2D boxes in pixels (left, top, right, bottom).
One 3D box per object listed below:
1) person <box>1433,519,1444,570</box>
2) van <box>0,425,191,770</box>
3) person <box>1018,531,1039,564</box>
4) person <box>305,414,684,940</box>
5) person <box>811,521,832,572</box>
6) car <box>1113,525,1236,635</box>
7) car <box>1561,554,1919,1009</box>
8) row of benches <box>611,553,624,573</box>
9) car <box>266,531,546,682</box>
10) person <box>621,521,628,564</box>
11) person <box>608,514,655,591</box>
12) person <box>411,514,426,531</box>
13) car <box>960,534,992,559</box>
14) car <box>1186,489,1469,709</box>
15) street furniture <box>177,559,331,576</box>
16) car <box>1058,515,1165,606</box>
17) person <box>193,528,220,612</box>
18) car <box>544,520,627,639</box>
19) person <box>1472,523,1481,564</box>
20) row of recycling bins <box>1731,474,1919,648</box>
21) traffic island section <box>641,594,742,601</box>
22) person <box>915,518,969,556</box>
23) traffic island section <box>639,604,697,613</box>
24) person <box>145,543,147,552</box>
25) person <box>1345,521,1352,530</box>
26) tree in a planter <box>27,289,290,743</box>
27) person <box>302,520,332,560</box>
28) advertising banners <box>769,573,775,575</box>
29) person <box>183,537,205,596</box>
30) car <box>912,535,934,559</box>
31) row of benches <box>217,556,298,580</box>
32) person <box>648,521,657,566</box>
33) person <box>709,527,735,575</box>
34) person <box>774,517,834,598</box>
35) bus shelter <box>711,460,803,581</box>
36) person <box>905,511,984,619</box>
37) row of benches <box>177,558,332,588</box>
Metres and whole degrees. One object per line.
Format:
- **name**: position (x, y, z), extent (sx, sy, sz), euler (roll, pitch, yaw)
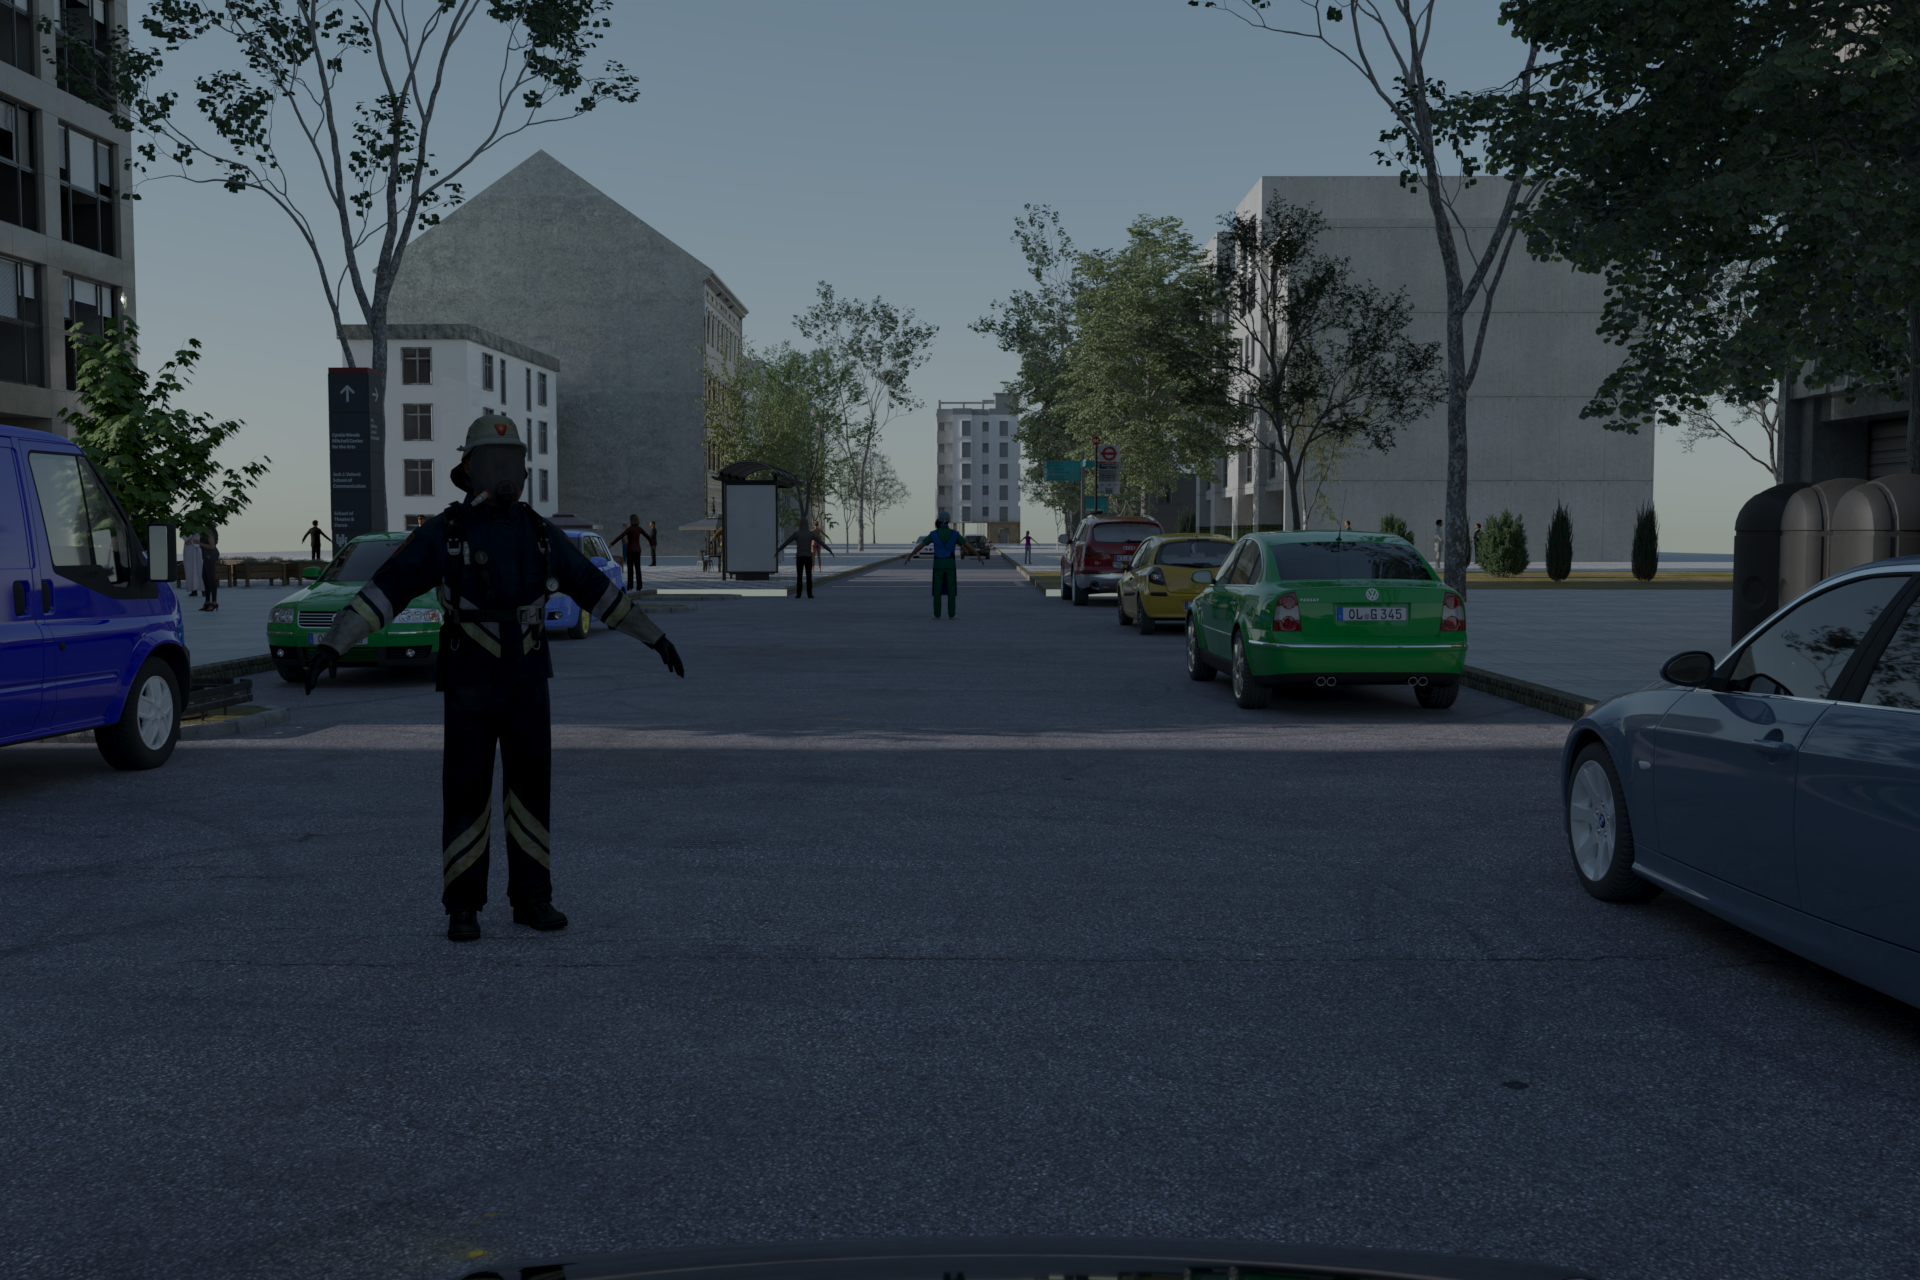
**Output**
- **person**: position (17.162, -3.411, 61.951), extent (0.705, 1.806, 1.347), euler (1, 4, 13)
- **van**: position (-5.841, -0.271, 8.809), extent (2.240, 2.365, 5.245), euler (0, 4, 1)
- **person**: position (2.913, -3.937, 73.636), extent (0.991, 1.433, 0.599), euler (2, 4, 25)
- **person**: position (-1.656, 0.124, 6.213), extent (1.354, 1.856, 0.705), euler (-2, 4, -32)
- **person**: position (-4.914, -3.187, 58.909), extent (1.217, 1.733, 0.721), euler (-2, 4, -23)
- **car**: position (3.366, -0.969, 26.072), extent (2.015, 1.641, 3.980), euler (0, 4, -1)
- **car**: position (3.349, 0.410, 5.302), extent (2.014, 1.417, 4.499), euler (0, 4, 0)
- **row of benches**: position (-12.860, -2.506, 56.430), extent (4.104, 0.672, 1.422), euler (-2, 4, -31)
- **car**: position (-5.670, -0.573, 18.164), extent (1.959, 1.807, 4.718), euler (0, 4, 1)
- **person**: position (-14.533, -4.243, 75.228), extent (0.705, 1.847, 1.347), euler (-1, 4, -11)
- **person**: position (-7.396, -1.973, 39.059), extent (1.215, 1.729, 0.721), euler (-3, 5, -42)
- **person**: position (-15.236, -2.636, 49.027), extent (1.347, 1.837, 0.705), euler (0, 4, -2)
- **car**: position (0.856, -5.488, 99.511), extent (2.009, 1.686, 4.222), euler (0, 3, 0)
- **car**: position (3.146, -0.415, 15.580), extent (1.959, 1.807, 4.718), euler (0, 4, -1)
- **street furniture**: position (-21.802, -2.375, 54.459), extent (10.072, 0.657, 5.734), euler (-1, 4, -8)
- **car**: position (3.243, -1.683, 36.183), extent (2.281, 1.827, 5.304), euler (0, 4, -1)
- **person**: position (-12.542, -1.300, 28.762), extent (0.593, 1.643, 0.415), euler (2, 4, 27)
- **car**: position (-5.912, -0.926, 24.724), extent (1.945, 1.707, 3.694), euler (0, 4, 1)
- **person**: position (22.152, -4.139, 74.397), extent (0.721, 1.740, 1.216), euler (2, 4, 31)
- **row of recycling bins**: position (6.571, -0.322, 12.376), extent (1.069, 1.692, 3.534), euler (0, 4, 0)
- **traffic island section**: position (-5.856, -0.933, 38.125), extent (1.991, 0.108, 1.994), euler (0, 3, 0)
- **person**: position (-0.464, -2.118, 43.231), extent (1.345, 1.843, 0.704), euler (1, 4, 8)
- **traffic island section**: position (-5.984, -0.580, 32.346), extent (1.991, 0.108, 1.994), euler (0, 4, 1)
- **person**: position (-20.730, -2.329, 44.213), extent (1.346, 1.812, 0.704), euler (1, 4, 21)
- **person**: position (14.709, -3.643, 65.841), extent (0.705, 1.796, 1.348), euler (3, 4, 36)
- **tree in a planter**: position (-6.159, -0.951, 12.770), extent (1.991, 3.239, 1.994), euler (0, 4, 1)
- **person**: position (-23.921, -3.559, 64.370), extent (1.347, 1.806, 0.705), euler (1, 4, 15)
- **advertising banners**: position (-5.980, -3.609, 55.195), extent (0.090, 3.025, 2.074), euler (0, 4, 2)
- **person**: position (-15.765, -1.769, 35.642), extent (0.551, 1.740, 0.621), euler (-2, 4, -32)
- **car**: position (-1.805, -5.538, 102.910), extent (2.083, 1.381, 4.827), euler (0, 4, 1)
- **row of benches**: position (-20.474, -2.068, 49.269), extent (4.104, 0.672, 1.422), euler (2, 4, 30)
- **person**: position (-12.269, -3.844, 69.066), extent (0.704, 1.802, 1.346), euler (0, 4, -4)
- **person**: position (-7.323, -2.988, 54.620), extent (1.354, 1.858, 0.705), euler (-2, 4, -30)
- **person**: position (-3.478, -1.840, 38.667), extent (1.348, 1.813, 0.705), euler (0, 4, -4)
- **bus shelter**: position (-5.781, -3.433, 50.058), extent (2.014, 3.302, 5.546), euler (0, 3, 0)
- **person**: position (-0.262, -1.263, 29.235), extent (1.347, 1.817, 0.704), euler (0, 4, -2)
- **row of benches**: position (-17.266, -1.676, 42.867), extent (1.422, 0.672, 4.104), euler (3, 4, 37)
